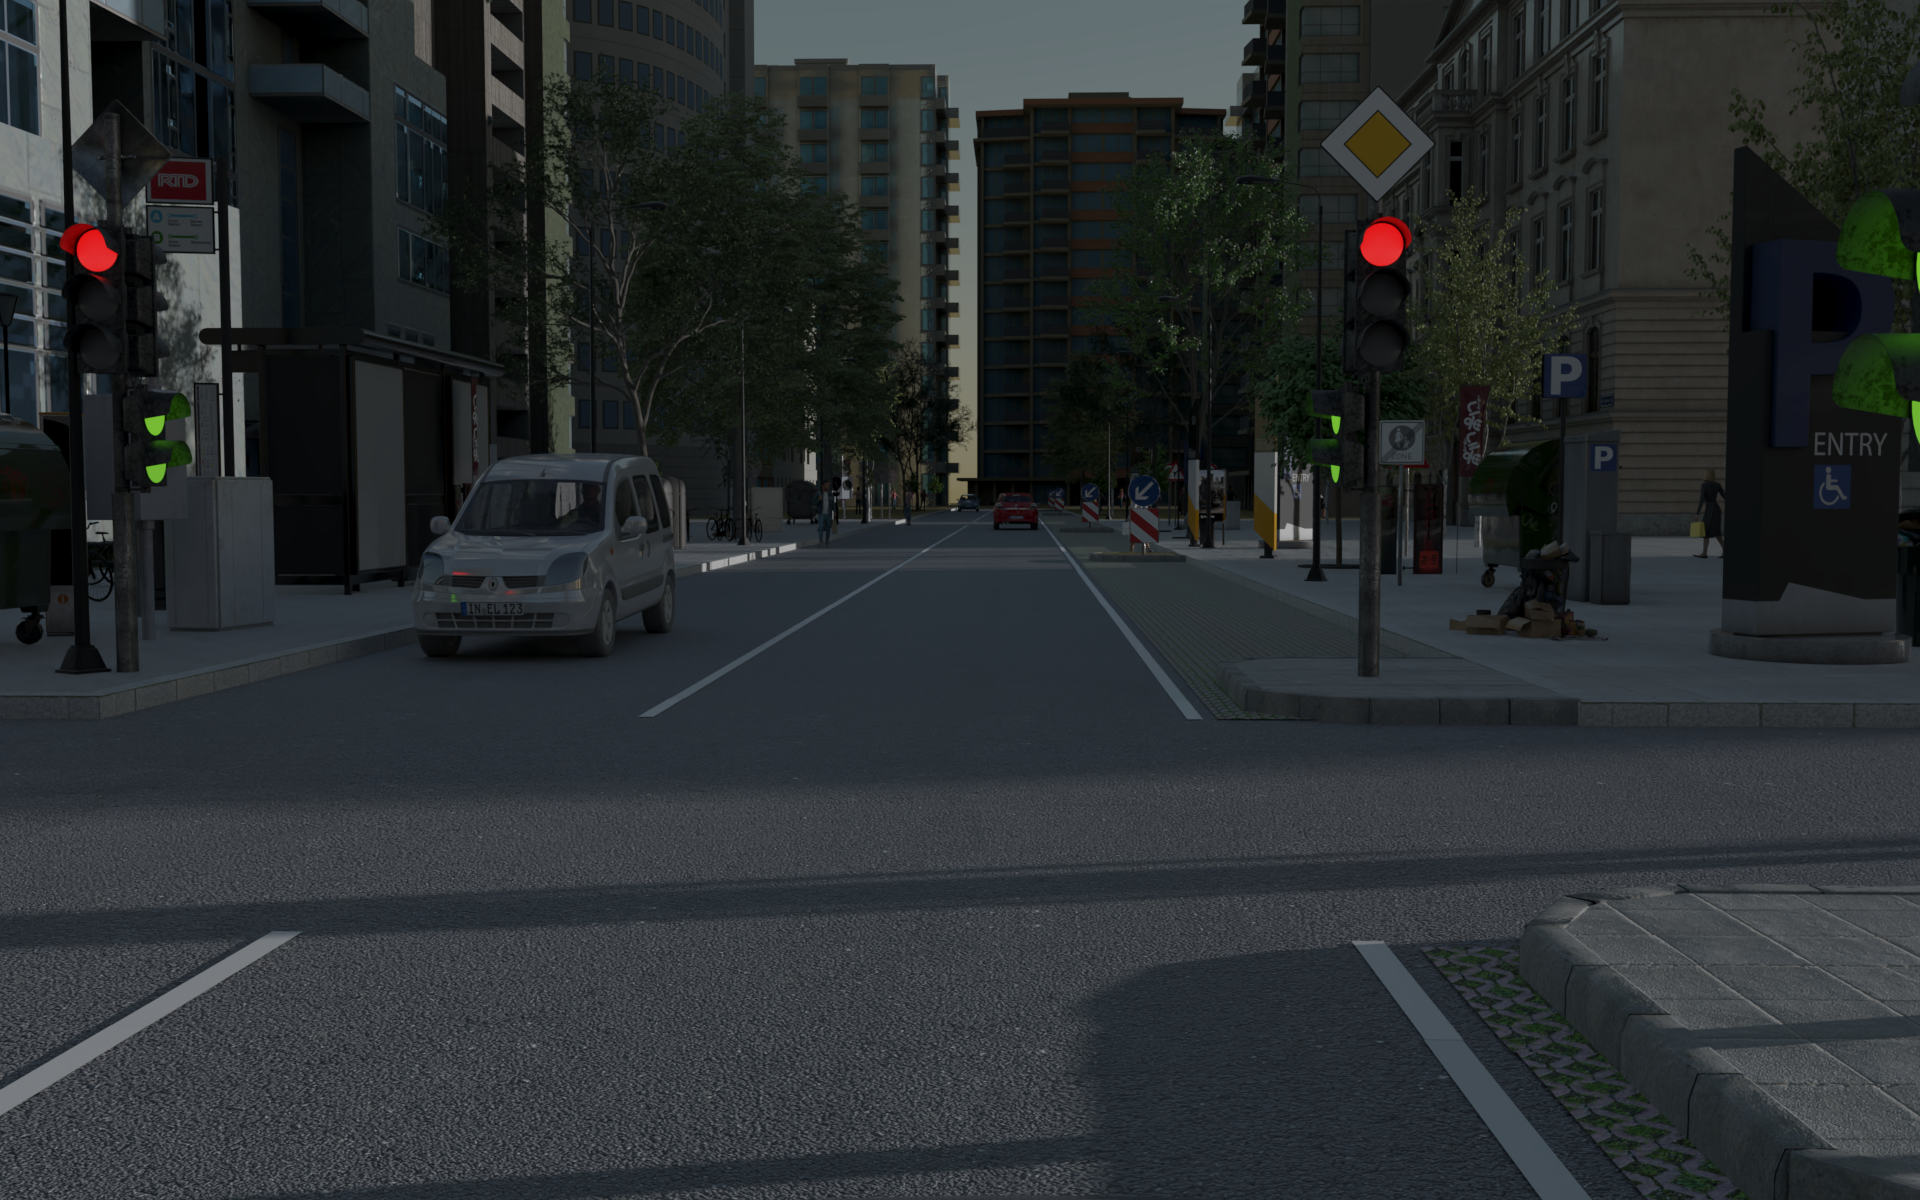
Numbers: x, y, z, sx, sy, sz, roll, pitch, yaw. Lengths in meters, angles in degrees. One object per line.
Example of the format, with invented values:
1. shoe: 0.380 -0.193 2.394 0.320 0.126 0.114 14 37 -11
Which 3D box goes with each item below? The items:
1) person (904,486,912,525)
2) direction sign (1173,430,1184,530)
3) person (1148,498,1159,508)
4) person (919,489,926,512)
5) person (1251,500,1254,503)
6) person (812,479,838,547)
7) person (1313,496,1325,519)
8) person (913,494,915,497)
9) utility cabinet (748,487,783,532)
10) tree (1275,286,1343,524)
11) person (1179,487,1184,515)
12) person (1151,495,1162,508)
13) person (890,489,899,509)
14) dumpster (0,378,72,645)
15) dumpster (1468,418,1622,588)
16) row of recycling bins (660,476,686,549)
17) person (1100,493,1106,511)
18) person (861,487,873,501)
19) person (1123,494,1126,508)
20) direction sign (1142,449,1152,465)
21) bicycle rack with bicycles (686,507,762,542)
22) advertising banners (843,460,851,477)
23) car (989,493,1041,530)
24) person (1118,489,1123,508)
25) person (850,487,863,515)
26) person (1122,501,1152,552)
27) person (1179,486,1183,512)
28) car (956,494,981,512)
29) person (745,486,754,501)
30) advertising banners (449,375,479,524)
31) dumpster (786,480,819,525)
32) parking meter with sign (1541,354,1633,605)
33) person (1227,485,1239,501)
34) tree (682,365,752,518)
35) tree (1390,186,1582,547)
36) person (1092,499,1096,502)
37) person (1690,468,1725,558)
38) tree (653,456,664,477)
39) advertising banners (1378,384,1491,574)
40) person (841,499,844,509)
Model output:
1. person: -2.376 -4.334 79.368 0.388 1.821 0.555 -1 4 -22
2. direction sign: 7.796 -4.268 61.777 0.379 3.537 0.876 1 4 11
3. person: 15.806 -8.450 143.837 1.348 1.869 0.705 1 4 10
4. person: -2.635 -7.085 123.346 0.415 1.643 0.593 3 4 39
5. person: 16.333 -5.219 94.591 0.991 1.433 0.599 3 5 42
6. person: -3.596 -2.338 46.705 0.794 1.824 0.713 0 4 -4
7. person: 18.822 -4.984 90.728 0.799 1.438 0.628 1 4 21
8. person: -4.403 -8.906 154.887 0.697 1.427 0.421 -1 4 -11
9. utility cabinet: -6.498 -3.008 57.857 1.173 1.500 0.318 -3 5 -40
10. tree: 13.821 -6.666 59.356 4.737 8.622 4.395 0 3 0
11. person: 13.884 -6.187 107.754 0.990 1.755 0.434 -3 5 -45
12. person: 10.714 -5.480 95.721 0.705 1.814 1.350 -3 4 -36
13. person: -5.553 -8.580 147.053 0.721 1.743 1.217 3 4 38
14. dumpster: -8.359 -0.699 13.917 1.502 2.255 1.985 0 4 2
15. dumpster: 7.723 -1.249 22.919 1.502 2.255 1.985 0 4 2
16. row of recycling bins: -7.189 -1.964 39.226 1.069 1.692 3.534 1 4 17
17. person: 10.522 -7.540 129.335 0.705 1.823 1.348 -1 4 -20
18. person: -5.329 -5.767 100.470 0.705 1.807 1.348 -2 4 -32
19. person: 15.463 -9.307 161.439 0.421 1.427 0.697 -2 4 -28
20. direction sign: 9.497 -5.759 86.161 0.876 3.537 0.379 1 4 20
21. bicycle rack with bicycles: -6.682 -2.042 46.767 2.852 0.926 2.925 -1 4 -16
22. advertising banners: -6.564 -5.629 88.214 2.074 3.025 0.090 0 4 5
23. car: 2.250 -3.766 70.613 2.155 1.783 4.494 0 4 0
24. person: 14.677 -9.287 158.610 0.721 1.743 1.217 -1 4 -11
25. person: -6.316 -6.202 108.149 1.217 1.736 0.721 1 4 20
26. person: 4.013 -1.835 38.863 0.694 1.780 0.624 -3 5 -41
27. person: 15.782 -7.189 123.526 0.705 1.831 1.348 0 4 6
28. car: 0.712 -8.009 142.944 2.014 1.417 4.499 0 4 2
29. person: -11.873 -5.660 99.142 0.990 1.755 0.434 -1 4 -14
30. advertising banners: -7.145 -1.767 25.074 0.090 3.025 2.074 0 4 -5
31. dumpster: -6.672 -4.126 73.220 1.264 1.857 1.865 0 4 2
32. parking meter with sign: 7.546 -1.498 20.757 0.543 3.016 1.738 0 4 -3
33. person: 16.724 -6.180 107.107 0.705 1.821 1.348 -3 4 -37
34. tree: -10.710 -7.877 79.151 4.360 8.622 3.978 0 3 0
35. tree: 12.488 -5.566 41.359 4.737 8.622 4.395 0 3 0
36. person: 12.537 -9.478 161.744 1.217 1.736 0.721 1 4 19
37. person: 15.348 -1.725 34.471 1.509 1.804 0.699 1 4 17
38. tree: -15.116 -5.610 86.327 1.663 3.219 1.824 0 3 0
39. advertising banners: 7.461 -1.924 27.648 2.074 3.025 0.090 0 4 -7
40. person: -10.176 -8.617 150.148 0.599 1.433 0.991 3 4 36
